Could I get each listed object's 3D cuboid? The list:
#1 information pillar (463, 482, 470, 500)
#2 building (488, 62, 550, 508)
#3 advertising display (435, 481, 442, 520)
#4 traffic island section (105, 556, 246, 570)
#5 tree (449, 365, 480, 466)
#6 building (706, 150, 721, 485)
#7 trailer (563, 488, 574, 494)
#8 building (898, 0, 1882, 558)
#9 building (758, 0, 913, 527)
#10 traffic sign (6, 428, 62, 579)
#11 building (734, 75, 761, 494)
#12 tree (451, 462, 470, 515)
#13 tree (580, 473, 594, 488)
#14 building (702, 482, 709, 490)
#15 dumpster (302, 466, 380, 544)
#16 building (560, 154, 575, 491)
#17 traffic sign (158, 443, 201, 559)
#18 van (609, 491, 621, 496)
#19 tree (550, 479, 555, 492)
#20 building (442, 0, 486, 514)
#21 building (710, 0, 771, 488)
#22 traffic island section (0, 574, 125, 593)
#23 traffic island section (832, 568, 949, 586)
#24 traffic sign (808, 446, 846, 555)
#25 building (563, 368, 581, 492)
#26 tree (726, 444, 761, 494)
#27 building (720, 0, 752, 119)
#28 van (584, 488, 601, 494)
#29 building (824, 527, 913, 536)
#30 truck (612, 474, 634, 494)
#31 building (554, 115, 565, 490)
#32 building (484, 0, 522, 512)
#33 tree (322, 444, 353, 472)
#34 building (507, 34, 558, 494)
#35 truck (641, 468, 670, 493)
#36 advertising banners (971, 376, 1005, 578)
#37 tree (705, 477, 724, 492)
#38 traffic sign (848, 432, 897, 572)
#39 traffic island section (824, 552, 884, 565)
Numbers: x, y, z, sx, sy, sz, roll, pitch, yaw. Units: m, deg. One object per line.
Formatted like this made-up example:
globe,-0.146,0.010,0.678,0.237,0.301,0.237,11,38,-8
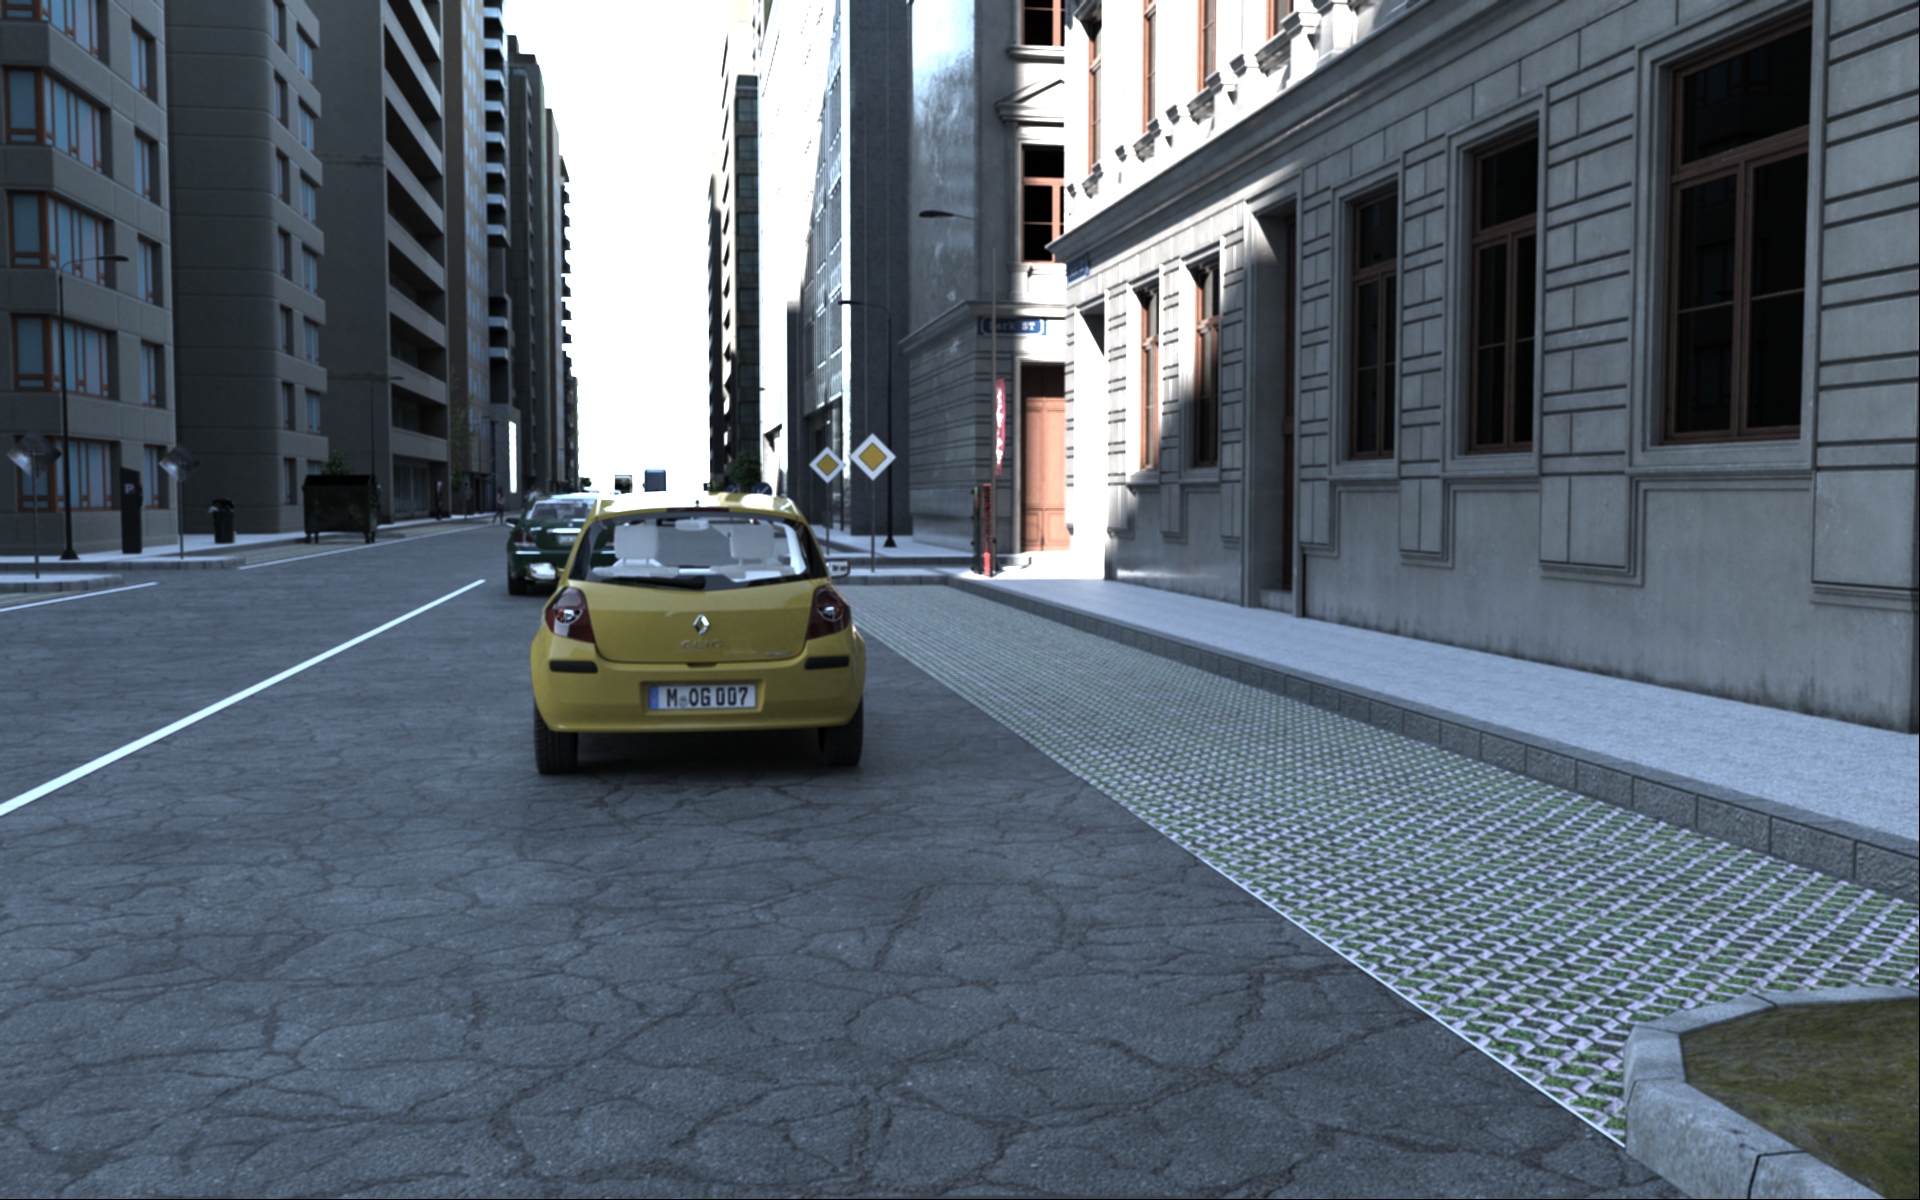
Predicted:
information pillar,-29.729,-6.111,104.400,0.304,2.012,0.304,0,4,-3
building,-45.564,-29.069,158.867,14.154,41.232,14.086,-1,4,-10
advertising display,-25.482,-4.860,84.671,0.123,1.923,0.974,0,4,-4
traffic island section,-15.359,-0.726,34.146,2.009,0.180,2.903,-1,4,-10
tree,-29.127,-8.951,96.719,4.737,8.622,4.395,0,3,0
building,-23.055,-37.317,233.835,21.300,48.544,21.600,-1,4,-10
trailer,-37.528,-9.727,166.084,1.471,1.999,3.904,-1,4,-10
building,9.156,-12.634,42.720,21.152,22.565,11.583,-1,4,-10
building,-3.111,-16.257,83.825,12.078,24.808,19.932,-1,4,-10
traffic sign,-13.996,-1.381,26.216,0.795,2.450,0.064,-1,4,-10
building,-9.112,-21.552,124.084,14.160,30.474,14.107,-1,4,-10
tree,-31.057,-6.834,106.342,1.663,3.219,1.824,0,3,0
tree,-57.549,-17.172,264.471,4.285,4.588,4.351,0,3,0
building,-22.289,-34.652,258.440,32.217,40.220,23.993,-1,4,-10
dumpster,-17.887,-2.758,50.038,1.985,2.255,1.502,-1,4,-8
building,-59.981,-34.350,216.251,22.147,44.769,28.867,-1,4,-10
traffic sign,-15.337,-1.862,34.088,0.795,2.450,0.064,-1,4,-10
van,-42.519,-12.599,212.999,2.013,2.044,4.112,-1,4,-8
tree,-43.624,-11.536,183.214,1.663,3.219,1.824,0,3,0
building,-38.963,-28.366,113.901,14.600,45.320,14.200,-1,4,-10
building,-20.258,-47.339,212.250,20.563,71.187,20.611,-1,4,-10
traffic island section,-14.017,-0.244,26.274,2.009,0.180,2.903,-1,4,-10
traffic island section,-1.407,-0.375,28.411,2.009,0.180,2.903,-1,4,-10
traffic sign,-2.770,-1.991,36.202,0.795,2.450,0.064,-1,4,-10
building,-68.504,-24.448,244.756,27.650,21.520,28.899,-1,4,-10
tree,-13.580,-7.936,113.462,4.285,4.588,4.351,0,3,0
building,-11.209,-32.934,162.170,21.300,48.544,21.600,-1,4,-10
van,-24.089,-6.448,112.435,2.013,2.044,4.112,-1,4,-10
building,0.894,-15.003,63.329,12.078,24.808,19.932,-1,4,-10
truck,-46.474,-15.310,239.231,2.839,4.237,11.283,-1,4,-9
building,-52.397,-33.371,195.719,14.600,45.320,14.200,-1,4,-10
building,-45.778,-50.272,134.625,22.319,86.520,31.000,-1,4,-10
tree,-24.539,-4.481,67.867,1.663,3.219,1.824,0,3,0
building,-48.545,-31.954,172.556,14.600,45.320,14.200,-1,4,-10
truck,-30.720,-11.300,174.509,2.967,4.110,18.799,-1,4,-10
advertising banners,0.433,-1.869,26.749,0.090,3.025,2.074,-1,4,-12
tree,-28.462,-12.556,199.891,1.663,3.219,1.824,0,3,0
traffic sign,-1.428,-1.510,28.330,0.795,2.450,0.064,-1,4,-10
traffic island section,-2.748,-0.856,36.283,2.009,0.180,2.903,-1,4,-10
